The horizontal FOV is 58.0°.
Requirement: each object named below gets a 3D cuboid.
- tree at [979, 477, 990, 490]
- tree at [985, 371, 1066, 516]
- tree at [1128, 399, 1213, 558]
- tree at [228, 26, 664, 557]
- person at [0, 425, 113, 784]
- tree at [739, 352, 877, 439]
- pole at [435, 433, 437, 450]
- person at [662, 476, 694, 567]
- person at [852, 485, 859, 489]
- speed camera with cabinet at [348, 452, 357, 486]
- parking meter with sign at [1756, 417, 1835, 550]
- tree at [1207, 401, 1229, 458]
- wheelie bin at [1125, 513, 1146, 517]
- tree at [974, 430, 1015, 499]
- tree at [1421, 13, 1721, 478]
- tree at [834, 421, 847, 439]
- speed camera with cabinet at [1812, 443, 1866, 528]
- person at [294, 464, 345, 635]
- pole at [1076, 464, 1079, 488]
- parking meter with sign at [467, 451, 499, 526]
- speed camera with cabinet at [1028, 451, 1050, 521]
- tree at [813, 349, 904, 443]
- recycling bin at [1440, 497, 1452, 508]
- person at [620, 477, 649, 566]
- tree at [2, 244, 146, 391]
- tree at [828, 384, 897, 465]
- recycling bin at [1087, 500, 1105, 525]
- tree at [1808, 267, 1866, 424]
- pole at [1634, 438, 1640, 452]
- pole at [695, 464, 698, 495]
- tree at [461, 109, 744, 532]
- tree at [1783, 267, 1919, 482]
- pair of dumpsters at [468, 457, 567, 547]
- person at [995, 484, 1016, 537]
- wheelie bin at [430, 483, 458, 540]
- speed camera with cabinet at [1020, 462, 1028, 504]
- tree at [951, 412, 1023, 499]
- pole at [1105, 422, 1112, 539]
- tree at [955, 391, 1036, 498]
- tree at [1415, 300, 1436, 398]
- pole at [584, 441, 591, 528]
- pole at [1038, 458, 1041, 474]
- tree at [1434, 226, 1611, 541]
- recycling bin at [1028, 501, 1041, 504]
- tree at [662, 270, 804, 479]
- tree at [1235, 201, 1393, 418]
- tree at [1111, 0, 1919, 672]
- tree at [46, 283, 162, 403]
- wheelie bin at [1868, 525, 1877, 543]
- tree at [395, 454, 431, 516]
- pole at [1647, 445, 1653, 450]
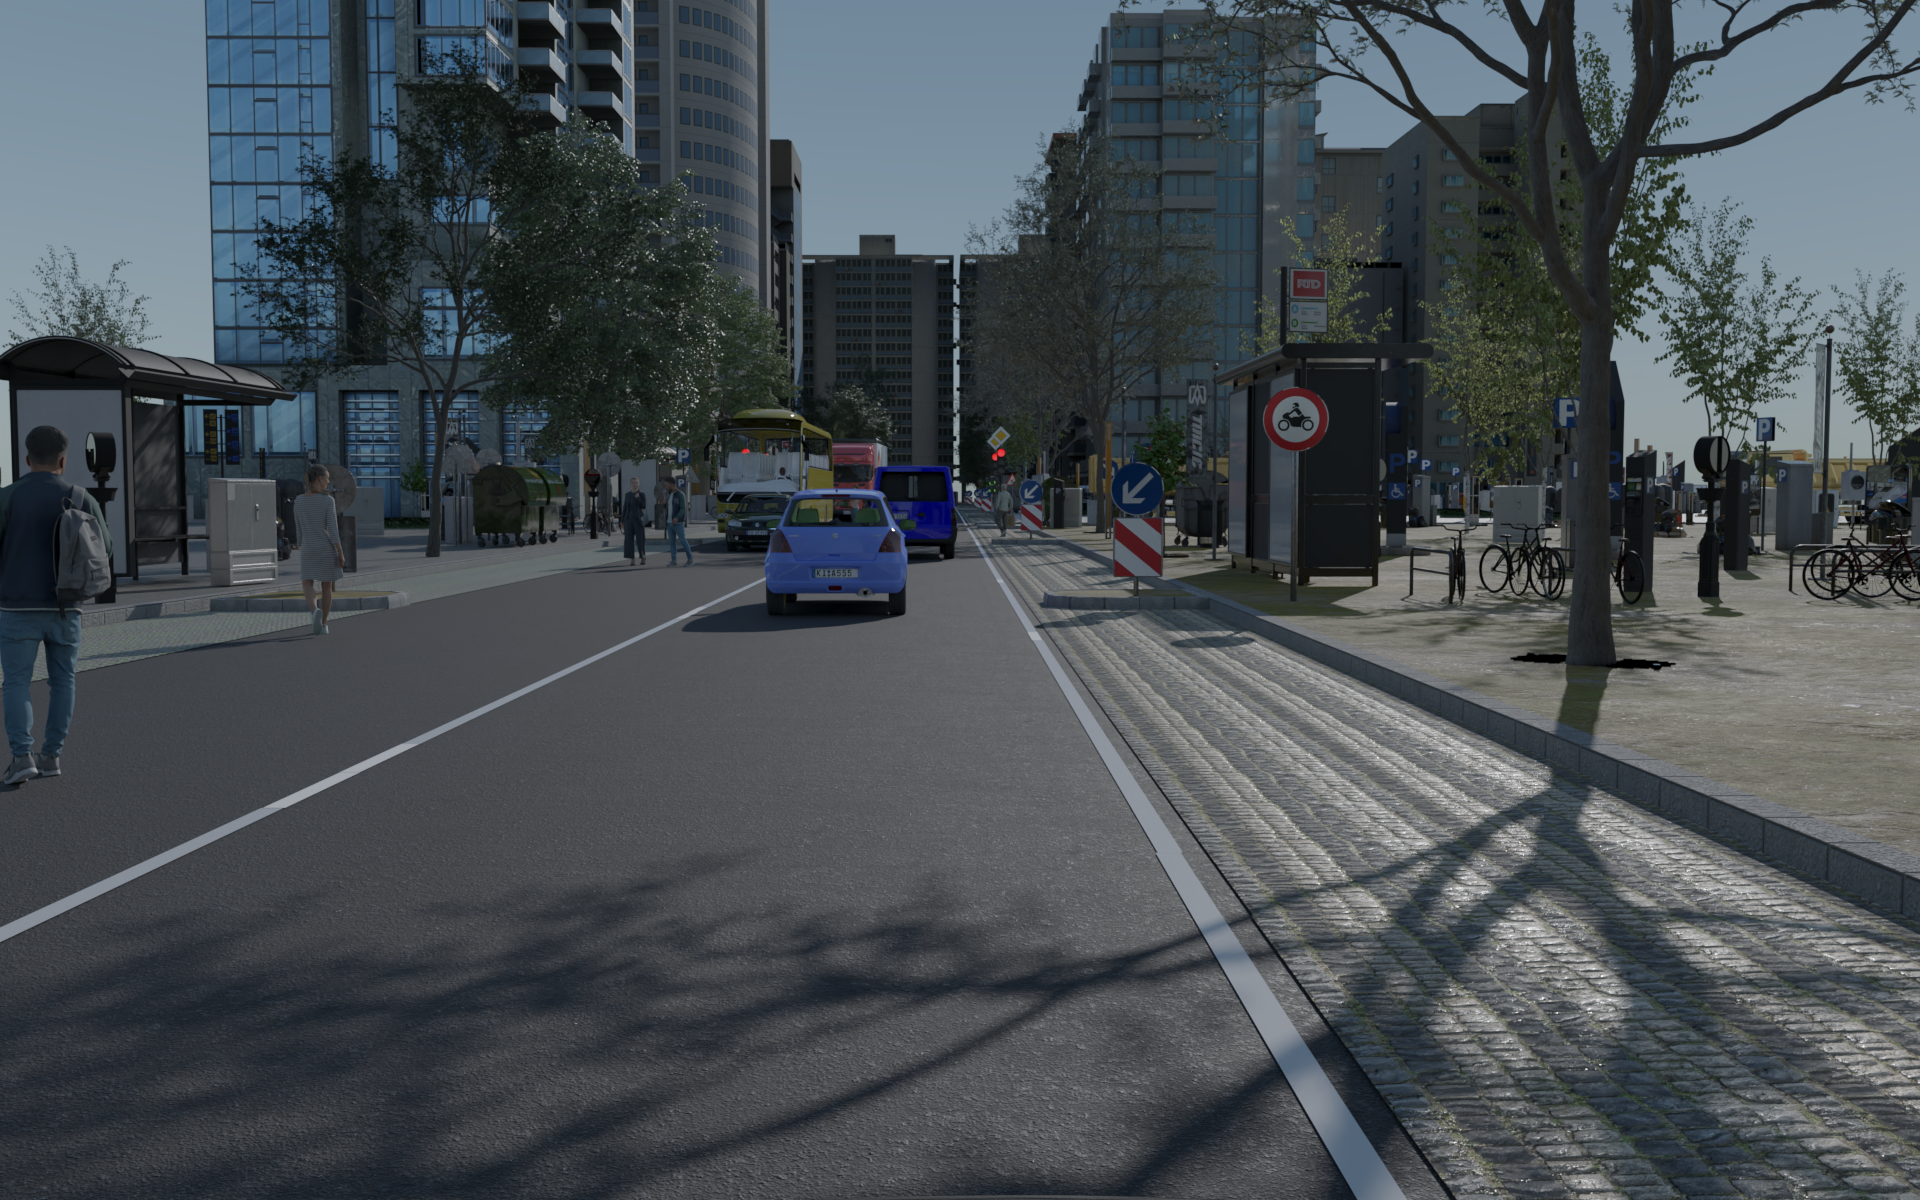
[{"bbox_3d":[2.818,-12.018,191.099,1.663,3.219,1.824,0,3,0],"label":"tree"},{"bbox_3d":[3.762,-9.144,99.863,4.737,8.622,4.395,0,3,0],"label":"tree"},{"bbox_3d":[4.288,-2.481,35.166,1.663,3.219,1.824,0,3,0],"label":"tree"},{"bbox_3d":[-10.481,-6.140,34.799,7.601,10.594,8.767,2,4,35],"label":"tree"},{"bbox_3d":[-4.640,0.005,8.764,0.721,1.781,0.623,3,5,40],"label":"person"},{"bbox_3d":[-11.336,-10.852,111.849,8.767,10.594,7.601,-3,5,-42],"label":"tree"},{"bbox_3d":[-17.328,-3.896,57.547,0.158,3.312,0.155,0,3,0],"label":"pole"},{"bbox_3d":[-5.615,-1.550,34.190,0.623,1.781,0.721,2,4,31],"label":"person"},{"bbox_3d":[-3.539,-3.098,59.743,0.643,1.750,0.593,0,4,2],"label":"person"},{"bbox_3d":[-29.186,-5.284,80.735,2.038,3.252,0.660,-1,4,-16],"label":"speed camera with cabinet"},{"bbox_3d":[19.092,-2.647,39.545,1.738,3.016,0.543,-1,4,-12],"label":"parking meter with sign"},{"bbox_3d":[20.387,-11.203,133.538,4.360,8.622,3.978,0,3,0],"label":"tree"},{"bbox_3d":[6.057,-3.162,59.600,0.693,1.594,0.980,-3,4,-38],"label":"wheelie bin"},{"bbox_3d":[3.571,-15.256,199.802,4.360,8.622,3.978,0,3,0],"label":"tree"},{"bbox_3d":[9.449,-4.645,26.306,4.737,8.622,4.395,0,3,0],"label":"tree"},{"bbox_3d":[-13.003,-13.611,172.906,4.737,8.622,4.395,0,3,0],"label":"tree"},{"bbox_3d":[33.568,-4.403,66.332,2.038,3.252,0.660,0,4,-6],"label":"speed camera with cabinet"},{"bbox_3d":[-6.490,-0.509,17.567,0.466,1.731,0.760,-2,4,-27],"label":"person"},{"bbox_3d":[7.880,-7.470,115.970,0.158,3.312,0.155,0,3,0],"label":"pole"},{"bbox_3d":[-19.602,-4.518,70.134,1.738,3.016,0.543,-2,4,-31],"label":"parking meter with sign"},{"bbox_3d":[4.179,-5.275,80.575,0.660,3.252,2.038,3,5,40],"label":"speed camera with cabinet"},{"bbox_3d":[-13.492,-22.807,228.789,12.611,20.169,13.585,0,3,0],"label":"tree"},{"bbox_3d":[42.252,-8.438,150.523,0.722,1.027,0.722,-3,4,-36],"label":"recycling bin"},{"bbox_3d":[-6.556,-1.588,34.880,0.576,1.772,0.534,0,4,-7],"label":"person"},{"bbox_3d":[-25.738,-6.148,50.885,4.360,8.622,3.978,0,3,0],"label":"tree"},{"bbox_3d":[-11.751,-17.941,199.998,9.857,13.997,8.962,0,3,0],"label":"tree"},{"bbox_3d":[5.702,-3.575,71.010,0.722,1.027,0.722,-3,5,-45],"label":"recycling bin"},{"bbox_3d":[18.893,-5.651,42.752,4.737,8.622,4.395,0,3,0],"label":"tree"},{"bbox_3d":[24.809,-4.264,63.563,0.158,3.312,0.155,0,3,0],"label":"pole"},{"bbox_3d":[-15.110,-6.452,99.328,0.158,3.312,0.155,0,3,0],"label":"pole"},{"bbox_3d":[-11.935,-9.252,57.928,9.857,13.997,8.962,0,3,0],"label":"tree"},{"bbox_3d":[29.915,-6.458,55.953,4.737,8.622,4.395,0,3,0],"label":"tree"},{"bbox_3d":[-11.117,-2.514,43.590,1.574,2.255,4.437,0,4,0],"label":"pair of dumpsters"},{"bbox_3d":[1.539,-2.998,58.010,0.782,1.767,0.515,-3,5,-42],"label":"person"},{"bbox_3d":[-14.340,-2.467,48.238,0.693,1.594,0.980,-3,4,-36],"label":"wheelie bin"},{"bbox_3d":[4.656,-6.717,104.155,2.038,3.252,0.660,1,4,16],"label":"speed camera with cabinet"},{"bbox_3d":[3.263,-18.735,223.328,9.611,12.733,9.660,0,3,0],"label":"tree"},{"bbox_3d":[4.227,-3.393,49.311,0.158,3.312,0.155,0,3,0],"label":"pole"},{"bbox_3d":[3.023,-13.043,147.668,7.601,10.594,8.767,0,3,0],"label":"tree"},{"bbox_3d":[16.719,-6.463,56.026,4.360,8.622,3.978,0,3,0],"label":"tree"},{"bbox_3d":[-14.040,-4.368,65.252,0.158,3.312,0.155,0,3,0],"label":"pole"},{"bbox_3d":[4.434,-6.292,96.716,0.158,3.312,0.155,0,3,0],"label":"pole"},{"bbox_3d":[16.025,-5.962,47.836,4.360,8.622,3.978,0,3,0],"label":"tree"},{"bbox_3d":[3.757,-4.492,86.001,0.722,1.027,0.722,0,4,-4],"label":"recycling bin"},{"bbox_3d":[-11.724,-10.406,88.266,7.486,12.596,7.792,0,3,0],"label":"tree"},{"bbox_3d":[9.093,-5.753,44.426,4.360,8.622,3.978,0,3,0],"label":"tree"},{"bbox_3d":[4.653,-6.251,12.568,12.009,13.543,11.850,0,3,0],"label":"tree"},{"bbox_3d":[-29.467,-6.711,60.088,4.737,8.622,4.395,0,3,0],"label":"tree"},{"bbox_3d":[24.442,-2.325,45.919,0.693,1.594,0.980,1,4,8],"label":"wheelie bin"},{"bbox_3d":[-25.720,-5.367,82.357,1.663,3.219,1.824,0,3,0],"label":"tree"},{"bbox_3d":[28.771,-4.800,72.322,0.158,3.312,0.155,0,3,0],"label":"pole"}]
